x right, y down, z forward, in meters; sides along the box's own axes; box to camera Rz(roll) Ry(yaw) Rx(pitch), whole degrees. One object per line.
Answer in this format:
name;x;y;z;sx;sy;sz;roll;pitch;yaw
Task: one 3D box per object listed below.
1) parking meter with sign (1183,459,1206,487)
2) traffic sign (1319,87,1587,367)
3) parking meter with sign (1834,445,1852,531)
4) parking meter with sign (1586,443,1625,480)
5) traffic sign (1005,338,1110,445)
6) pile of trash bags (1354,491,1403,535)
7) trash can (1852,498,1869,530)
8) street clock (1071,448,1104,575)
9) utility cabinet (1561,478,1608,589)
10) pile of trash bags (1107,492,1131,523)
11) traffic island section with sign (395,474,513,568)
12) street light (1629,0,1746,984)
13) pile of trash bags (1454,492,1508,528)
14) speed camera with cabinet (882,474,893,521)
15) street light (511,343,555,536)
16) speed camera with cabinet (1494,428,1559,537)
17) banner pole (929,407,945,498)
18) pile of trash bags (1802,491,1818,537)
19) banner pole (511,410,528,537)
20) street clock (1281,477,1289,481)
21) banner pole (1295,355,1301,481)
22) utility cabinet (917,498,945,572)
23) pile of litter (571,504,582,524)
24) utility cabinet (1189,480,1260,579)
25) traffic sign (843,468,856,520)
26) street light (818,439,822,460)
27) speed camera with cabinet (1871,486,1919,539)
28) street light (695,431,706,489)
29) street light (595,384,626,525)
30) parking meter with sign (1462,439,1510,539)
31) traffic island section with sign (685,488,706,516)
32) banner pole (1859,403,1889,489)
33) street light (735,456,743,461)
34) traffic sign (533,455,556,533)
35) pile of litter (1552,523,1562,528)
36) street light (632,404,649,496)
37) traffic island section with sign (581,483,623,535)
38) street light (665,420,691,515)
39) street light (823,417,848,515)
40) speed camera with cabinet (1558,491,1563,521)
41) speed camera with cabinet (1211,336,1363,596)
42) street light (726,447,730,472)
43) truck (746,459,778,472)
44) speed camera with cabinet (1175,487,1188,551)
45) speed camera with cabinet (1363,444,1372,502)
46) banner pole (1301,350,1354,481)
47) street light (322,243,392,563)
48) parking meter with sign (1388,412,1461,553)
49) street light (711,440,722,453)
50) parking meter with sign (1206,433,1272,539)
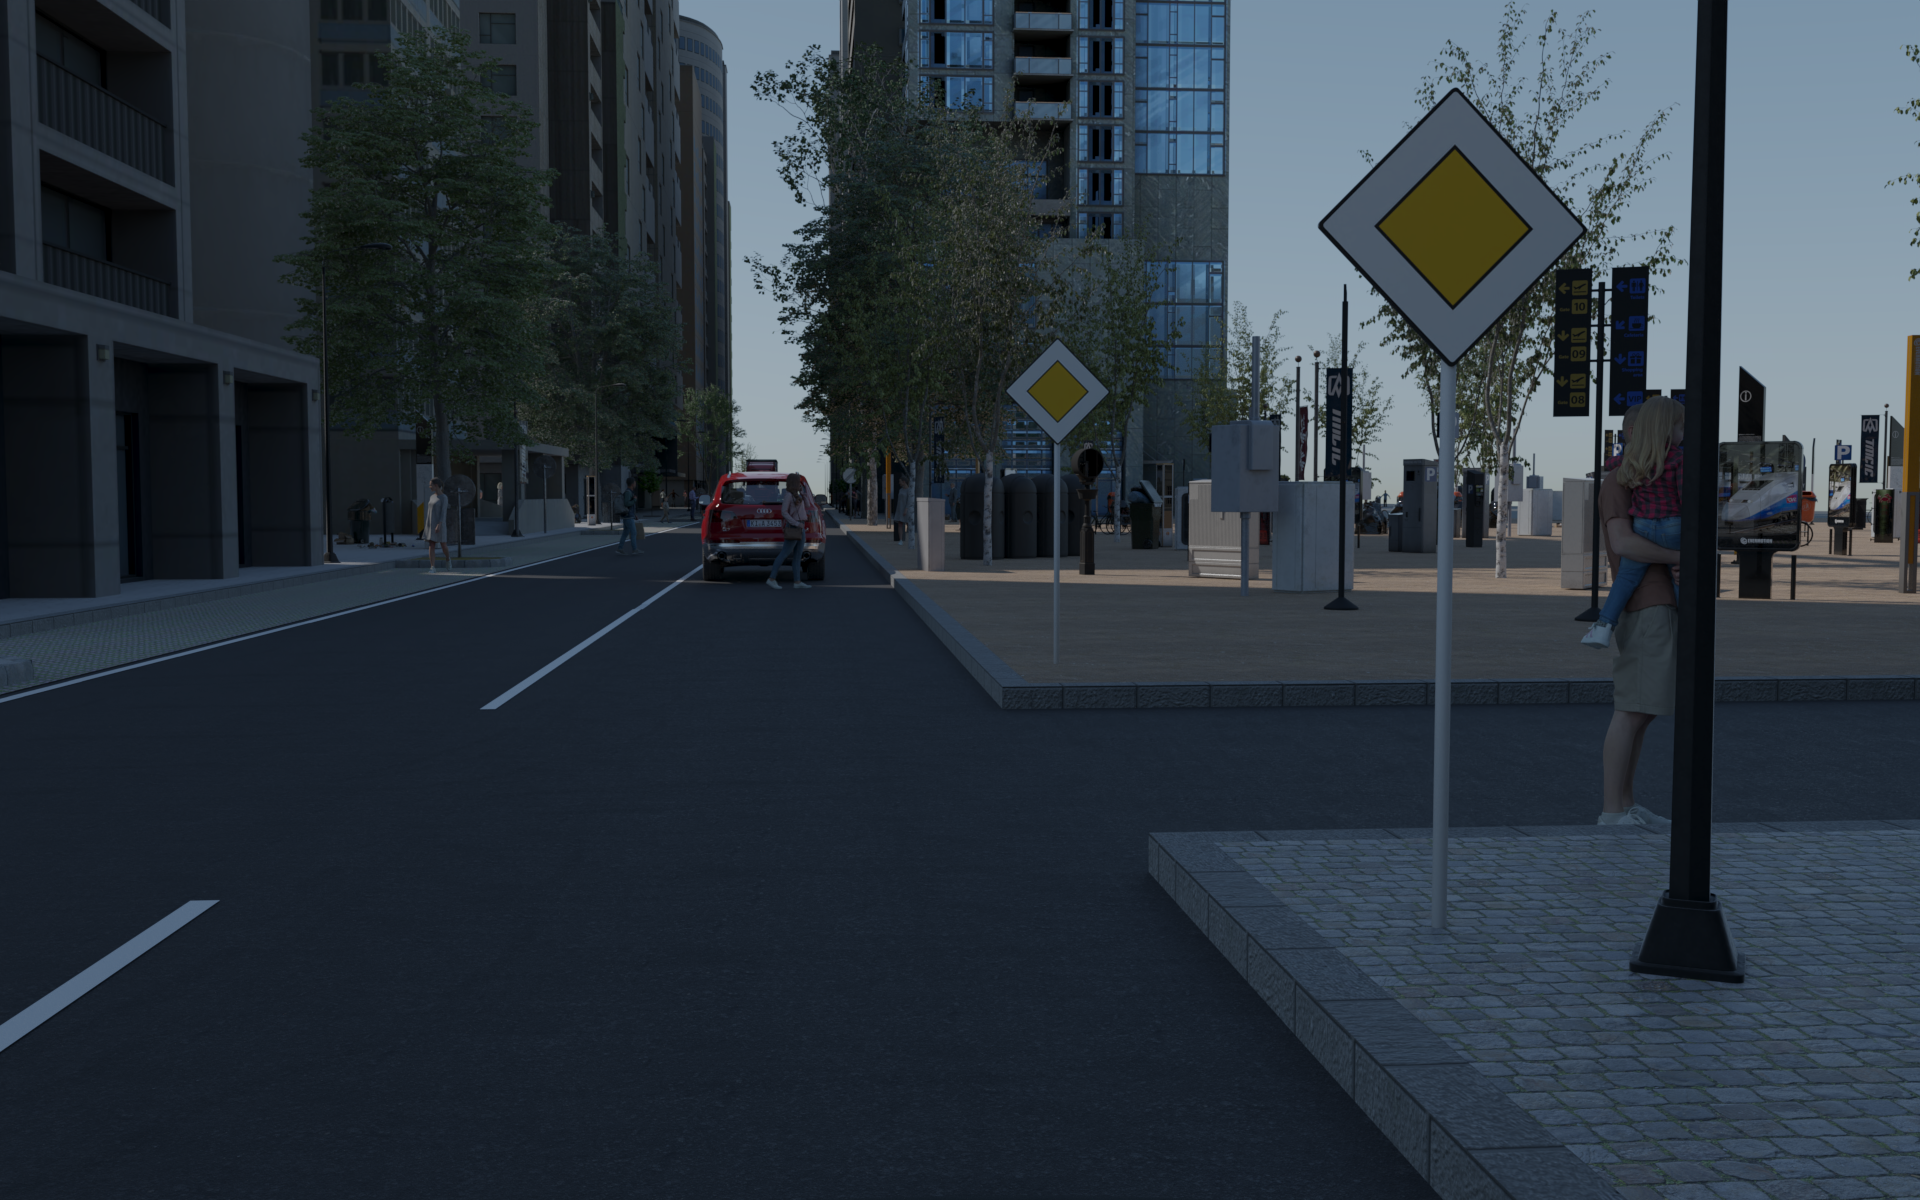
parking meter with sign;11.909;-5.474;85.754;1.738;3.016;0.543;0;4;6
traffic sign;1.441;-0.174;5.042;0.795;2.593;0.064;0;4;-5
parking meter with sign;30.965;-3.936;60.622;0.543;3.016;1.738;1;4;21
parking meter with sign;21.712;-3.840;59.050;1.738;3.016;0.543;-1;4;-16
traffic sign;0.749;-0.661;12.997;0.795;2.593;0.064;0;4;-5
pile of trash bags;13.929;-2.812;55.736;1.912;1.369;3.447;2;4;29
trash can;32.183;-3.089;62.154;0.748;1.137;0.748;0;3;0
street clock;2.021;-1.403;27.502;0.471;2.002;0.358;-2;4;-24
utility cabinet;8.512;-0.909;23.536;0.318;1.500;1.173;2;4;35
pile of trash bags;7.295;-3.974;74.731;1.912;1.369;3.447;-2;4;-25
traffic island section with sign;-9.953;-1.569;34.276;1.989;1.847;2.006;0;4;-5
street light;1.441;-1.954;4.493;1.470;5.913;1.316;0;4;-5
pile of trash bags;19.555;-3.466;66.426;1.912;1.369;3.447;0;4;-8
speed camera with cabinet;-2.862;-5.282;80.700;0.660;3.252;2.038;-2;4;-33
street light;-13.067;-4.924;53.046;1.470;5.913;1.316;0;4;-5
speed camera with cabinet;17.168;-3.571;52.727;2.038;3.252;0.660;-2;4;-32
banner pole;-0.699;-3.626;49.306;0.401;3.779;0.863;-3;5;-41
pile of trash bags;23.989;-2.605;52.337;3.447;1.369;1.912;2;4;25
banner pole;-13.148;-3.784;51.881;0.401;3.779;0.863;1;4;18
street clock;12.815;-3.932;68.855;0.358;2.002;0.471;-2;4;-34
banner pole;6.149;-2.544;31.607;0.401;3.779;0.863;1;4;10
utility cabinet;-0.483;-1.100;29.140;0.306;1.237;1.020;-1;4;-12
pile of litter;-17.040;-3.760;75.440;1.176;0.858;1.719;1;4;9
utility cabinet;3.985;-1.073;26.226;0.318;1.500;1.173;-3;4;-38
traffic sign;-5.309;-5.132;84.020;0.768;2.556;0.104;0;4;-2
street light;-10.814;-10.494;144.110;1.470;5.913;1.316;0;4;-5
speed camera with cabinet;27.041;-3.383;49.652;0.660;3.252;2.038;0;4;-6
street light;-19.516;-9.507;127.988;1.470;5.913;1.316;0;4;-5
street light;-14.729;-6.134;72.836;1.470;5.913;1.316;0;4;-5
parking meter with sign;14.972;-3.302;50.251;1.738;3.016;0.543;3;4;38
traffic island section with sign;-16.689;-6.310;111.799;1.989;1.847;2.006;0;4;-5
banner pole;25.371;-3.547;48.007;0.863;3.779;0.401;1;4;17
street light;-24.975;-13.353;190.854;1.470;5.913;1.316;0;4;-5
traffic sign;-13.566;-3.454;56.578;0.768;2.556;0.104;0;4;-1
pile of litter;23.544;-3.194;66.189;1.176;0.858;1.719;-3;5;-42
street light;-16.167;-7.087;88.410;1.470;5.913;1.316;0;4;-5
traffic island section with sign;-12.298;-3.216;61.214;1.989;1.847;2.006;0;4;-5
street light;-17.809;-8.297;108.202;1.470;5.913;1.316;0;4;-5
street light;-7.335;-8.060;104.319;1.470;5.913;1.316;0;4;-5
speed camera with cabinet;28.496;-5.471;83.794;2.038;3.252;0.660;3;4;37
speed camera with cabinet;4.177;-1.711;22.312;2.038;3.252;0.660;-2;4;-33
street light;-23.261;-12.142;171.063;1.470;5.913;1.316;0;4;-5
truck;-16.152;-9.332;141.485;2.839;4.237;11.283;0;4;-5
speed camera with cabinet;5.930;-2.758;39.427;2.038;3.252;0.660;0;4;5
speed camera with cabinet;15.510;-4.591;69.402;0.660;3.252;2.038;-3;4;-36
banner pole;6.445;-2.460;30.245;0.863;3.779;0.401;0;4;4
street light;-11.197;-3.645;32.133;1.470;5.913;1.316;0;4;-5
parking meter with sign;10.041;-2.538;37.757;0.543;3.016;1.738;-2;4;-26
street light;-21.331;-10.717;147.765;1.470;5.913;1.316;0;4;-5
parking meter with sign;8.004;-3.247;49.351;1.738;3.016;0.543;1;4;22
